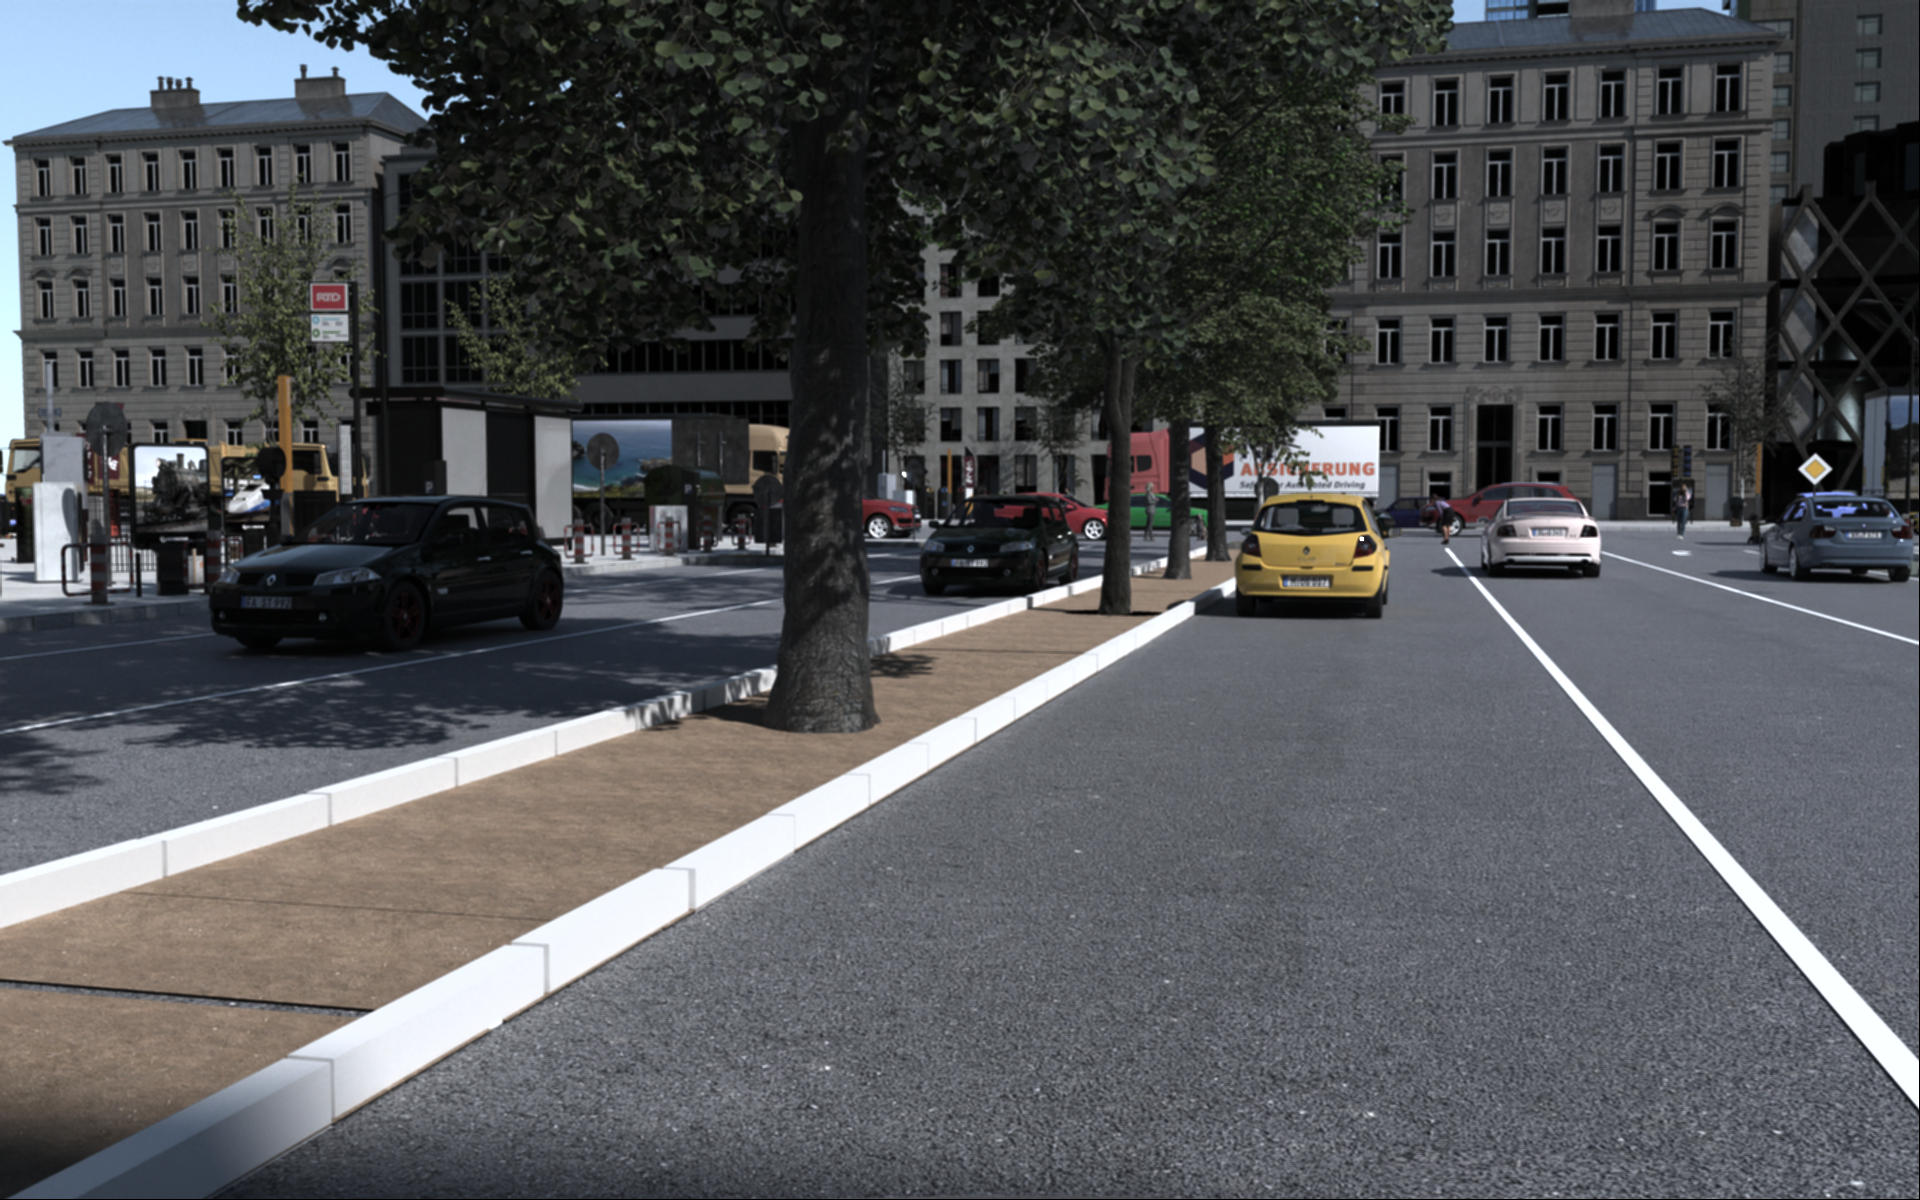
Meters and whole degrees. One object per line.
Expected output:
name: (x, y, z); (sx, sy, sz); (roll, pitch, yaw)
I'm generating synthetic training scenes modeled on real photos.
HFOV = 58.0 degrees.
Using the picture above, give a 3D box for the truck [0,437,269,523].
truck: (-28.277, -3.847, 58.829); (9.791, 3.379, 3.469); (1, 4, 15)

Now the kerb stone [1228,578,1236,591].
kerb stone: (3.948, -0.192, 25.386); (0.120, 0.150, 1.000); (1, 4, 14)

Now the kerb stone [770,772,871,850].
kerb stone: (-0.596, 0.903, 7.429); (0.120, 0.150, 1.000); (1, 4, 14)

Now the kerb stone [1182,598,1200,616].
kerb stone: (2.682, 0.114, 20.388); (0.120, 0.150, 1.000); (1, 4, 14)

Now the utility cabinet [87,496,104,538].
utility cabinet: (-25.539, -2.418, 50.689); (1.020, 1.237, 0.306); (1, 4, 19)

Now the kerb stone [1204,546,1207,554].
kerb stone: (5.705, -1.143, 40.877); (0.120, 0.150, 1.000); (1, 4, 14)

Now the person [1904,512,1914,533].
person: (34.561, -3.073, 62.994); (0.306, 1.304, 0.590); (0, 4, 0)

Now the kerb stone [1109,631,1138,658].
kerb stone: (1.423, 0.416, 15.398); (0.120, 0.150, 1.000); (1, 4, 14)

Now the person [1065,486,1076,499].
person: (4.262, -3.573, 67.648); (0.376, 1.734, 0.841); (-1, 4, -10)

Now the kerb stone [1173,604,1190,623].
kerb stone: (2.432, 0.174, 19.384); (0.120, 0.150, 1.000); (1, 4, 14)

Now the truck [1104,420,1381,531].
truck: (10.700, -4.837, 68.000); (11.283, 4.237, 2.839); (1, 4, 13)

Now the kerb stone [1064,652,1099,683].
kerb stone: (0.914, 0.543, 13.404); (0.120, 0.150, 1.000); (1, 4, 14)

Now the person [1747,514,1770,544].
person: (22.970, -2.037, 49.733); (0.695, 0.859, 0.347); (-1, 4, -13)

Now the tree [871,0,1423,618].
tree: (1.916, -5.613, 19.988); (9.928, 11.665, 9.643); (0, 3, 0)

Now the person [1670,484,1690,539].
person: (23.013, -2.823, 55.250); (0.593, 1.750, 0.643); (3, 5, 43)

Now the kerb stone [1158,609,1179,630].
kerb stone: (2.178, 0.235, 18.391); (0.120, 0.150, 1.000); (1, 4, 14)

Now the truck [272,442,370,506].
truck: (-26.486, -4.251, 65.432); (9.791, 3.379, 3.469); (1, 4, 14)

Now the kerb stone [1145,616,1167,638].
kerb stone: (1.929, 0.294, 17.395); (0.120, 0.150, 1.000); (1, 4, 14)

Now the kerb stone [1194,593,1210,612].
kerb stone: (2.941, 0.051, 21.392); (0.120, 0.150, 1.000); (1, 4, 14)

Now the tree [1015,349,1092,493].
tree: (4.837, -8.321, 86.406); (4.360, 8.622, 3.978); (0, 3, 0)

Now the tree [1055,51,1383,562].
tree: (5.373, -6.847, 36.454); (6.751, 12.117, 7.091); (0, 3, 0)

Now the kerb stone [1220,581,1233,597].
kerb stone: (3.702, -0.134, 24.390); (0.120, 0.150, 1.000); (1, 4, 14)

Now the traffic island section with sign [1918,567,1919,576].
traffic island section with sign: (17.638, -1.284, 29.620); (1.989, 1.847, 2.006); (1, 4, 14)

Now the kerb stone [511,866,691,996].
kerb stone: (-1.107, 1.025, 5.438); (0.120, 0.150, 1.000); (1, 4, 14)

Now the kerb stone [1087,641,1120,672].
kerb stone: (1.172, 0.477, 14.397); (0.120, 0.150, 1.000); (1, 4, 14)

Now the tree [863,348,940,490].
tree: (-2.807, -8.043, 81.868); (4.360, 8.622, 3.978); (0, 3, 0)

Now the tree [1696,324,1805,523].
tree: (34.506, -7.664, 75.676); (4.360, 8.622, 3.978); (0, 3, 0)

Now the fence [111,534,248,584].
fence: (-11.480, -0.618, 25.481); (2.069, 0.683, 0.278); (-3, 5, -44)

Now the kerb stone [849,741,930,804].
kerb stone: (-0.346, 0.842, 8.427); (0.120, 0.150, 1.000); (1, 4, 14)

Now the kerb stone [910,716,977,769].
kerb stone: (-0.098, 0.781, 9.422); (0.120, 0.150, 1.000); (1, 4, 14)

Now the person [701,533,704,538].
person: (-7.646, -2.660, 51.793); (0.447, 1.846, 0.655); (3, 4, 39)

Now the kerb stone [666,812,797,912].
kerb stone: (-0.841, 0.964, 6.432); (0.120, 0.150, 1.000); (1, 4, 14)

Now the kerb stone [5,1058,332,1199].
kerb stone: (-1.602, 1.148, 3.446); (0.120, 0.150, 1.000); (1, 4, 14)

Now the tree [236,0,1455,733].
tree: (-0.843, -6.190, 10.326); (9.857, 13.997, 8.962); (0, 3, 0)

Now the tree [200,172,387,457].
tree: (-15.726, -5.513, 40.494); (4.737, 8.622, 4.395); (0, 3, 0)

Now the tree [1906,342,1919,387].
tree: (43.781, -7.714, 76.480); (4.360, 8.622, 3.978); (0, 3, 0)

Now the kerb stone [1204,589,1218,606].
kerb stone: (3.194, -0.012, 22.387); (0.120, 0.150, 1.000); (1, 4, 14)

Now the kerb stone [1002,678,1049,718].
kerb stone: (0.412, 0.661, 11.409); (0.120, 0.150, 1.000); (1, 4, 14)

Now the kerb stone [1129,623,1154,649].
kerb stone: (1.680, 0.356, 16.400); (0.120, 0.150, 1.000); (1, 4, 14)

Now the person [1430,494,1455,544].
person: (13.761, -2.307, 49.449); (0.697, 1.427, 0.421); (2, 4, 30)

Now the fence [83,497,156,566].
fence: (-14.071, -1.110, 29.347); (2.264, 1.192, 0.480); (0, 4, -2)

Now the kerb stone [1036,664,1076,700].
kerb stone: (0.663, 0.600, 12.403); (0.120, 0.150, 1.000); (1, 4, 14)

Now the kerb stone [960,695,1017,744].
kerb stone: (0.159, 0.721, 10.415); (0.120, 0.150, 1.000); (1, 4, 14)

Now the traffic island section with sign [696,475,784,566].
traffic island section with sign: (-4.086, -1.635, 35.366); (1.989, 1.847, 2.006); (1, 4, 14)

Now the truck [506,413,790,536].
truck: (-10.471, -4.437, 61.464); (11.283, 4.237, 2.839); (1, 4, 14)

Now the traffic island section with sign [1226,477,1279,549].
traffic island section with sign: (8.027, -2.297, 45.693); (2.006, 1.907, 1.989); (1, 4, 14)

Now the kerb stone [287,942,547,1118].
kerb stone: (-1.361, 1.088, 4.443); (0.120, 0.150, 1.000); (1, 4, 14)

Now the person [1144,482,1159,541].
person: (5.849, -2.691, 52.674); (0.526, 1.800, 0.537); (2, 4, 26)

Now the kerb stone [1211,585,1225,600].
kerb stone: (3.436, -0.073, 23.384); (0.120, 0.150, 1.000); (1, 4, 14)

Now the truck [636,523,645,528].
truck: (-11.301, -4.708, 72.907); (9.791, 3.379, 3.469); (1, 4, 15)

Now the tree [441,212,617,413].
tree: (-10.347, -5.678, 43.194); (4.737, 8.622, 4.395); (0, 3, 0)

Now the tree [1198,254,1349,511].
tree: (7.518, -5.512, 42.933); (4.737, 8.622, 4.395); (0, 3, 0)

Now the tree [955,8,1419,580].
tree: (3.667, -6.638, 29.111); (7.486, 12.596, 7.792); (0, 3, 0)
